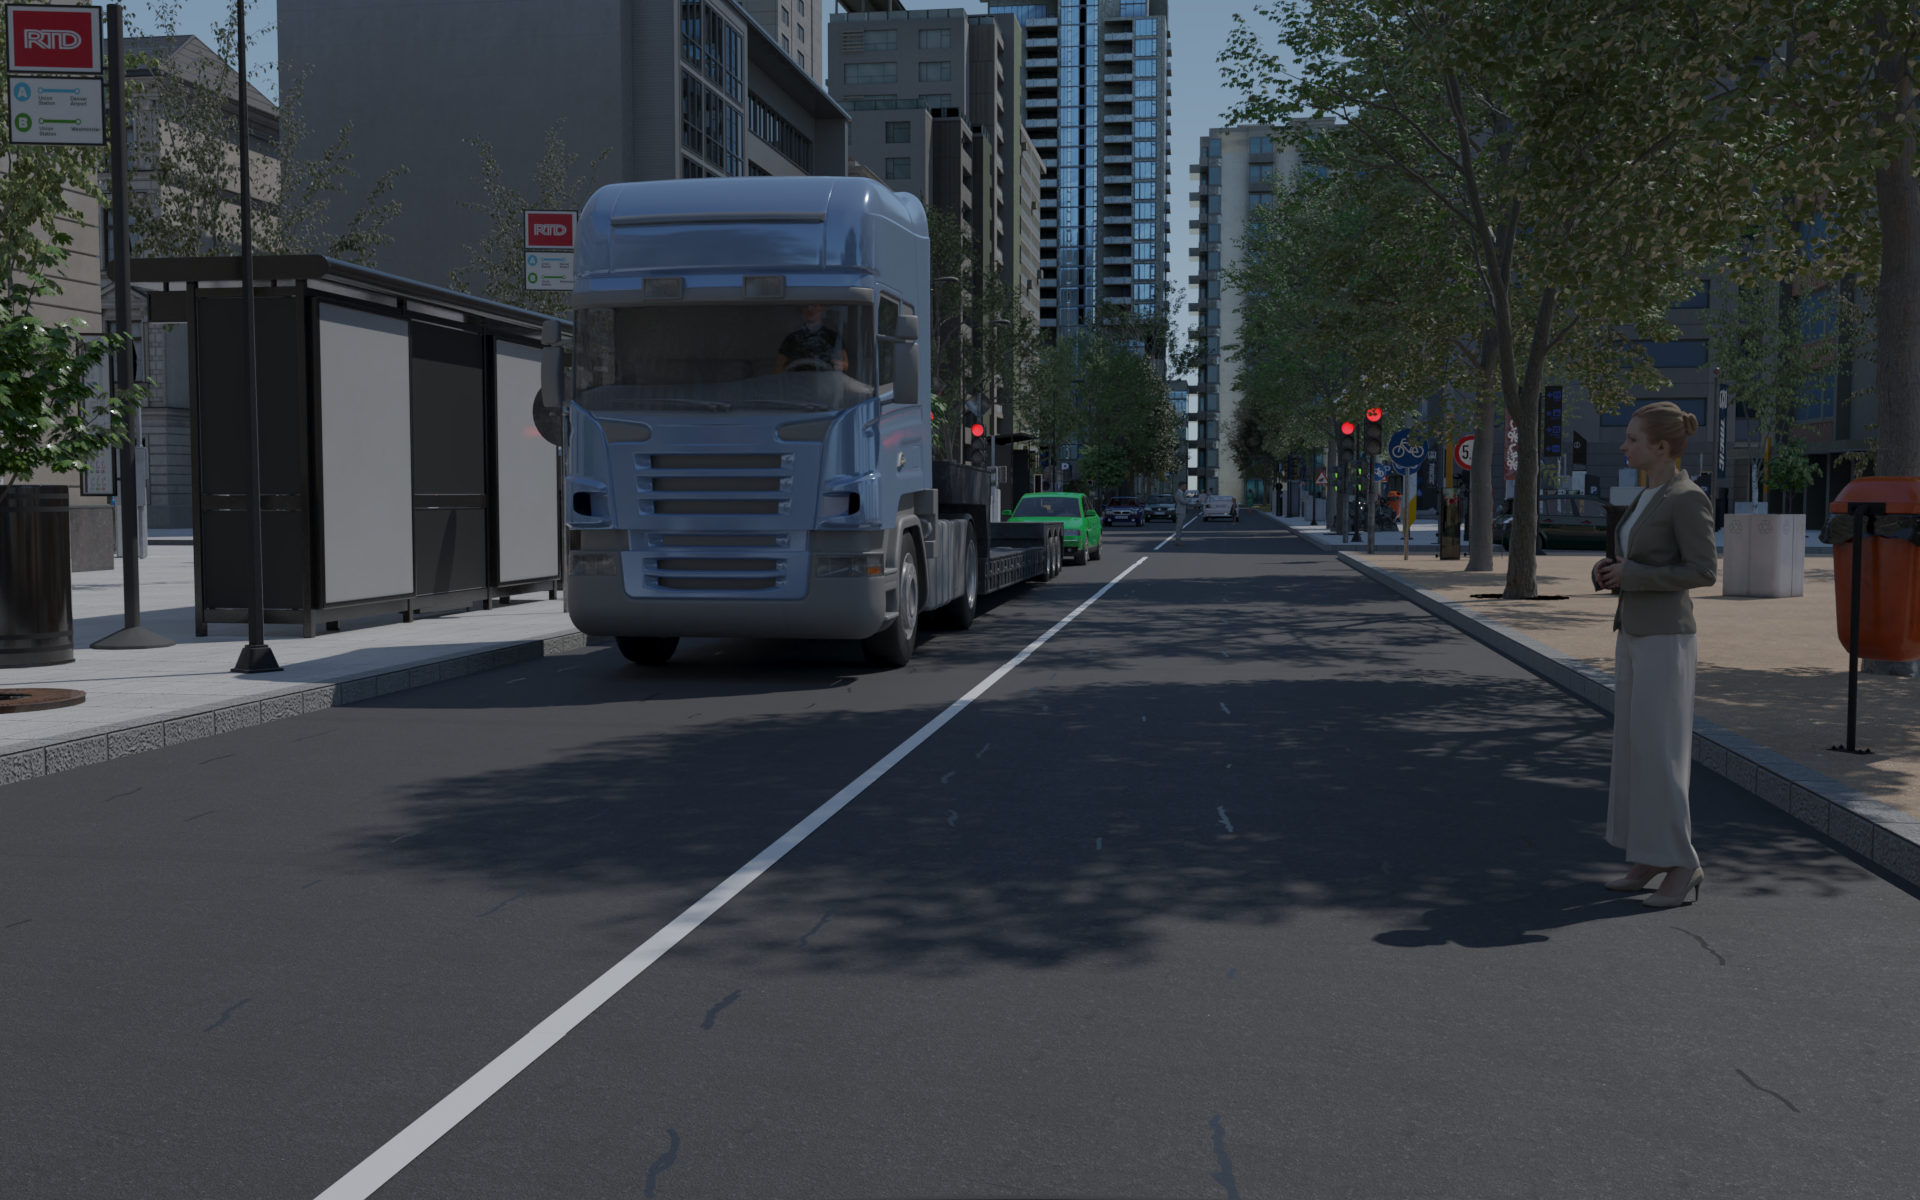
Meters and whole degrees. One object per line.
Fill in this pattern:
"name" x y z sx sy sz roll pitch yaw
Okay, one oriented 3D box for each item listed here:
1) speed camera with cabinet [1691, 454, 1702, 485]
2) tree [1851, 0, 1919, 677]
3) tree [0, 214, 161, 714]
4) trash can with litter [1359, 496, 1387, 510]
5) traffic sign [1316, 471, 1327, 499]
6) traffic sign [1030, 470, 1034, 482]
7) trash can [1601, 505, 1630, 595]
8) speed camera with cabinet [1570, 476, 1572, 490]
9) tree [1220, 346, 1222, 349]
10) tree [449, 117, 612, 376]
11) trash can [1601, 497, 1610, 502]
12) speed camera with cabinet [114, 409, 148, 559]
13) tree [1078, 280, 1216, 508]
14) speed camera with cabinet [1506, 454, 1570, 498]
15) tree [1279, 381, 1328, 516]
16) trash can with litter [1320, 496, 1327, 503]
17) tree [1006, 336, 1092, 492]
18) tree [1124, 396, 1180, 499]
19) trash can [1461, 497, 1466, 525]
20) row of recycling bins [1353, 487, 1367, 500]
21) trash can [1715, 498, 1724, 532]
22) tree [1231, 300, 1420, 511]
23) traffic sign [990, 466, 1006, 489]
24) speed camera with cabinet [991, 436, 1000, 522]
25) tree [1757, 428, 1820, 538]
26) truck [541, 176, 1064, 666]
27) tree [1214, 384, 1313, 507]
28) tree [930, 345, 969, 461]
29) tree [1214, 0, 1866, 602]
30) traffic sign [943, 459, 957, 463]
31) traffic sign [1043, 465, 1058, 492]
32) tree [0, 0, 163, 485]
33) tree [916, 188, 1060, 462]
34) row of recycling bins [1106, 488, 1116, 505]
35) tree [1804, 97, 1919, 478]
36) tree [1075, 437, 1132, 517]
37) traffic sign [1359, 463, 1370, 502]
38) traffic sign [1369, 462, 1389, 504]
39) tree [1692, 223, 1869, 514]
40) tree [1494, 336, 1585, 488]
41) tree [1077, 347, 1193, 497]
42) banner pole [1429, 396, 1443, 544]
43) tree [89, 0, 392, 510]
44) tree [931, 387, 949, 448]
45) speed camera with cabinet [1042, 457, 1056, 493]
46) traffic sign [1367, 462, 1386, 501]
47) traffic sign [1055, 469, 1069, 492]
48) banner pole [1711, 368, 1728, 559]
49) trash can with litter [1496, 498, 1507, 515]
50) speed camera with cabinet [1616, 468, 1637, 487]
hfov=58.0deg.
"speed camera with cabinet" 35.715 -5.567 85.357 2.038 3.252 0.660 3 4 38
"tree" 6.274 -5.746 12.071 7.486 12.596 7.792 0 3 0
"tree" -5.819 -0.960 10.291 1.663 3.219 1.824 0 3 0
"trash can with litter" 15.463 -3.304 65.408 1.055 1.170 0.624 2 4 33
"traffic sign" 19.810 -5.803 94.876 0.884 2.594 0.081 1 4 17
"traffic sign" 3.471 -5.427 88.838 0.768 2.556 0.104 1 4 17
"trash can" 8.574 -0.641 22.128 0.748 1.137 0.748 0 3 0
"speed camera with cabinet" 30.294 -5.550 85.071 2.038 3.252 0.660 0 4 -3
"tree" 13.313 -8.897 63.600 7.486 12.596 7.792 0 3 0
"tree" -8.530 -5.151 34.585 4.360 8.622 3.978 0 3 0
"trash can" 29.213 -4.051 77.884 0.748 1.137 0.748 0 3 0
"speed camera with cabinet" -16.635 -2.468 34.693 0.660 3.252 2.038 -2 4 -26
"tree" 17.466 -18.058 151.142 12.611 20.169 13.585 0 3 0
"speed camera with cabinet" 21.208 -4.249 63.808 2.038 3.252 0.660 1 4 10
"tree" 20.361 -9.291 102.267 4.737 8.622 4.395 0 3 0
"trash can with litter" 20.589 -5.386 99.449 1.055 1.170 0.624 -1 4 -18
"tree" 4.302 -8.018 81.453 4.737 8.622 4.395 0 3 0
"tree" 19.515 -16.072 180.910 7.486 12.596 7.792 0 3 0
"trash can" 20.867 -3.739 72.782 0.748 1.137 0.748 0 3 0
"row of recycling bins" 21.489 -5.293 93.652 1.069 1.692 3.534 1 4 10
"trash can" 25.372 -2.864 58.472 0.748 1.137 0.748 0 3 0
"tree" 17.107 -8.787 78.088 7.601 10.594 8.767 0 4 -4
"traffic sign" 1.390 -3.758 63.565 0.606 2.300 0.079 1 4 17
"speed camera with cabinet" 1.007 -3.974 59.306 0.660 3.252 2.038 0 4 6
"tree" 24.600 -3.466 51.267 1.663 3.219 1.824 0 3 0
"truck" -0.643 -1.937 21.432 2.967 4.110 18.799 0 4 8
"tree" 30.451 -16.064 173.009 12.009 13.543 11.850 0 3 0
"tree" -1.696 -8.181 84.128 4.737 8.622 4.395 0 3 0
"tree" 6.770 -5.808 20.710 9.928 11.665 9.643 0 3 0
"traffic sign" -0.403 -3.793 62.122 0.768 2.556 0.104 1 4 14
"traffic sign" 4.048 -4.682 76.658 0.768 2.556 0.104 1 4 15
"tree" -10.963 -4.206 19.125 4.737 8.622 4.395 0 3 0
"tree" -0.335 -7.245 52.873 8.767 10.594 7.601 -3 5 -43
"row of recycling bins" 9.467 -6.453 112.617 1.069 1.692 3.534 0 4 -5
"tree" 16.663 -4.831 29.344 4.360 8.622 3.978 0 3 0
"tree" 8.193 -7.044 98.876 4.285 4.588 4.351 0 3 0
"traffic sign" 16.815 -4.361 71.405 0.768 2.556 0.104 1 4 17
"traffic sign" 17.064 -4.332 70.839 0.884 2.594 0.081 1 4 13
"tree" 21.140 -5.823 45.561 4.737 8.622 4.395 0 3 0
"tree" 23.442 -7.409 71.505 4.737 8.622 4.395 0 3 0
"tree" 13.483 -13.366 135.546 9.611 12.733 9.660 0 3 0
"banner pole" 12.346 -3.333 44.511 0.401 3.779 0.863 1 4 16
"tree" -10.443 -4.557 24.874 4.360 8.622 3.978 0 3 0
"tree" -1.872 -3.105 34.479 4.285 4.588 4.351 0 3 0
"speed camera with cabinet" 4.117 -6.024 92.833 2.038 3.252 0.660 2 4 30
"traffic sign" 16.770 -4.267 69.870 0.768 2.556 0.104 1 4 10
"traffic sign" 4.239 -4.268 71.918 0.606 2.300 0.079 1 4 9
"banner pole" 15.136 -2.724 34.550 0.401 3.779 0.863 3 5 43
"trash can with litter" 21.368 -3.455 67.881 0.624 1.170 1.055 -1 4 -20
"speed camera with cabinet" 23.770 -4.128 61.826 0.660 3.252 2.038 1 4 20
